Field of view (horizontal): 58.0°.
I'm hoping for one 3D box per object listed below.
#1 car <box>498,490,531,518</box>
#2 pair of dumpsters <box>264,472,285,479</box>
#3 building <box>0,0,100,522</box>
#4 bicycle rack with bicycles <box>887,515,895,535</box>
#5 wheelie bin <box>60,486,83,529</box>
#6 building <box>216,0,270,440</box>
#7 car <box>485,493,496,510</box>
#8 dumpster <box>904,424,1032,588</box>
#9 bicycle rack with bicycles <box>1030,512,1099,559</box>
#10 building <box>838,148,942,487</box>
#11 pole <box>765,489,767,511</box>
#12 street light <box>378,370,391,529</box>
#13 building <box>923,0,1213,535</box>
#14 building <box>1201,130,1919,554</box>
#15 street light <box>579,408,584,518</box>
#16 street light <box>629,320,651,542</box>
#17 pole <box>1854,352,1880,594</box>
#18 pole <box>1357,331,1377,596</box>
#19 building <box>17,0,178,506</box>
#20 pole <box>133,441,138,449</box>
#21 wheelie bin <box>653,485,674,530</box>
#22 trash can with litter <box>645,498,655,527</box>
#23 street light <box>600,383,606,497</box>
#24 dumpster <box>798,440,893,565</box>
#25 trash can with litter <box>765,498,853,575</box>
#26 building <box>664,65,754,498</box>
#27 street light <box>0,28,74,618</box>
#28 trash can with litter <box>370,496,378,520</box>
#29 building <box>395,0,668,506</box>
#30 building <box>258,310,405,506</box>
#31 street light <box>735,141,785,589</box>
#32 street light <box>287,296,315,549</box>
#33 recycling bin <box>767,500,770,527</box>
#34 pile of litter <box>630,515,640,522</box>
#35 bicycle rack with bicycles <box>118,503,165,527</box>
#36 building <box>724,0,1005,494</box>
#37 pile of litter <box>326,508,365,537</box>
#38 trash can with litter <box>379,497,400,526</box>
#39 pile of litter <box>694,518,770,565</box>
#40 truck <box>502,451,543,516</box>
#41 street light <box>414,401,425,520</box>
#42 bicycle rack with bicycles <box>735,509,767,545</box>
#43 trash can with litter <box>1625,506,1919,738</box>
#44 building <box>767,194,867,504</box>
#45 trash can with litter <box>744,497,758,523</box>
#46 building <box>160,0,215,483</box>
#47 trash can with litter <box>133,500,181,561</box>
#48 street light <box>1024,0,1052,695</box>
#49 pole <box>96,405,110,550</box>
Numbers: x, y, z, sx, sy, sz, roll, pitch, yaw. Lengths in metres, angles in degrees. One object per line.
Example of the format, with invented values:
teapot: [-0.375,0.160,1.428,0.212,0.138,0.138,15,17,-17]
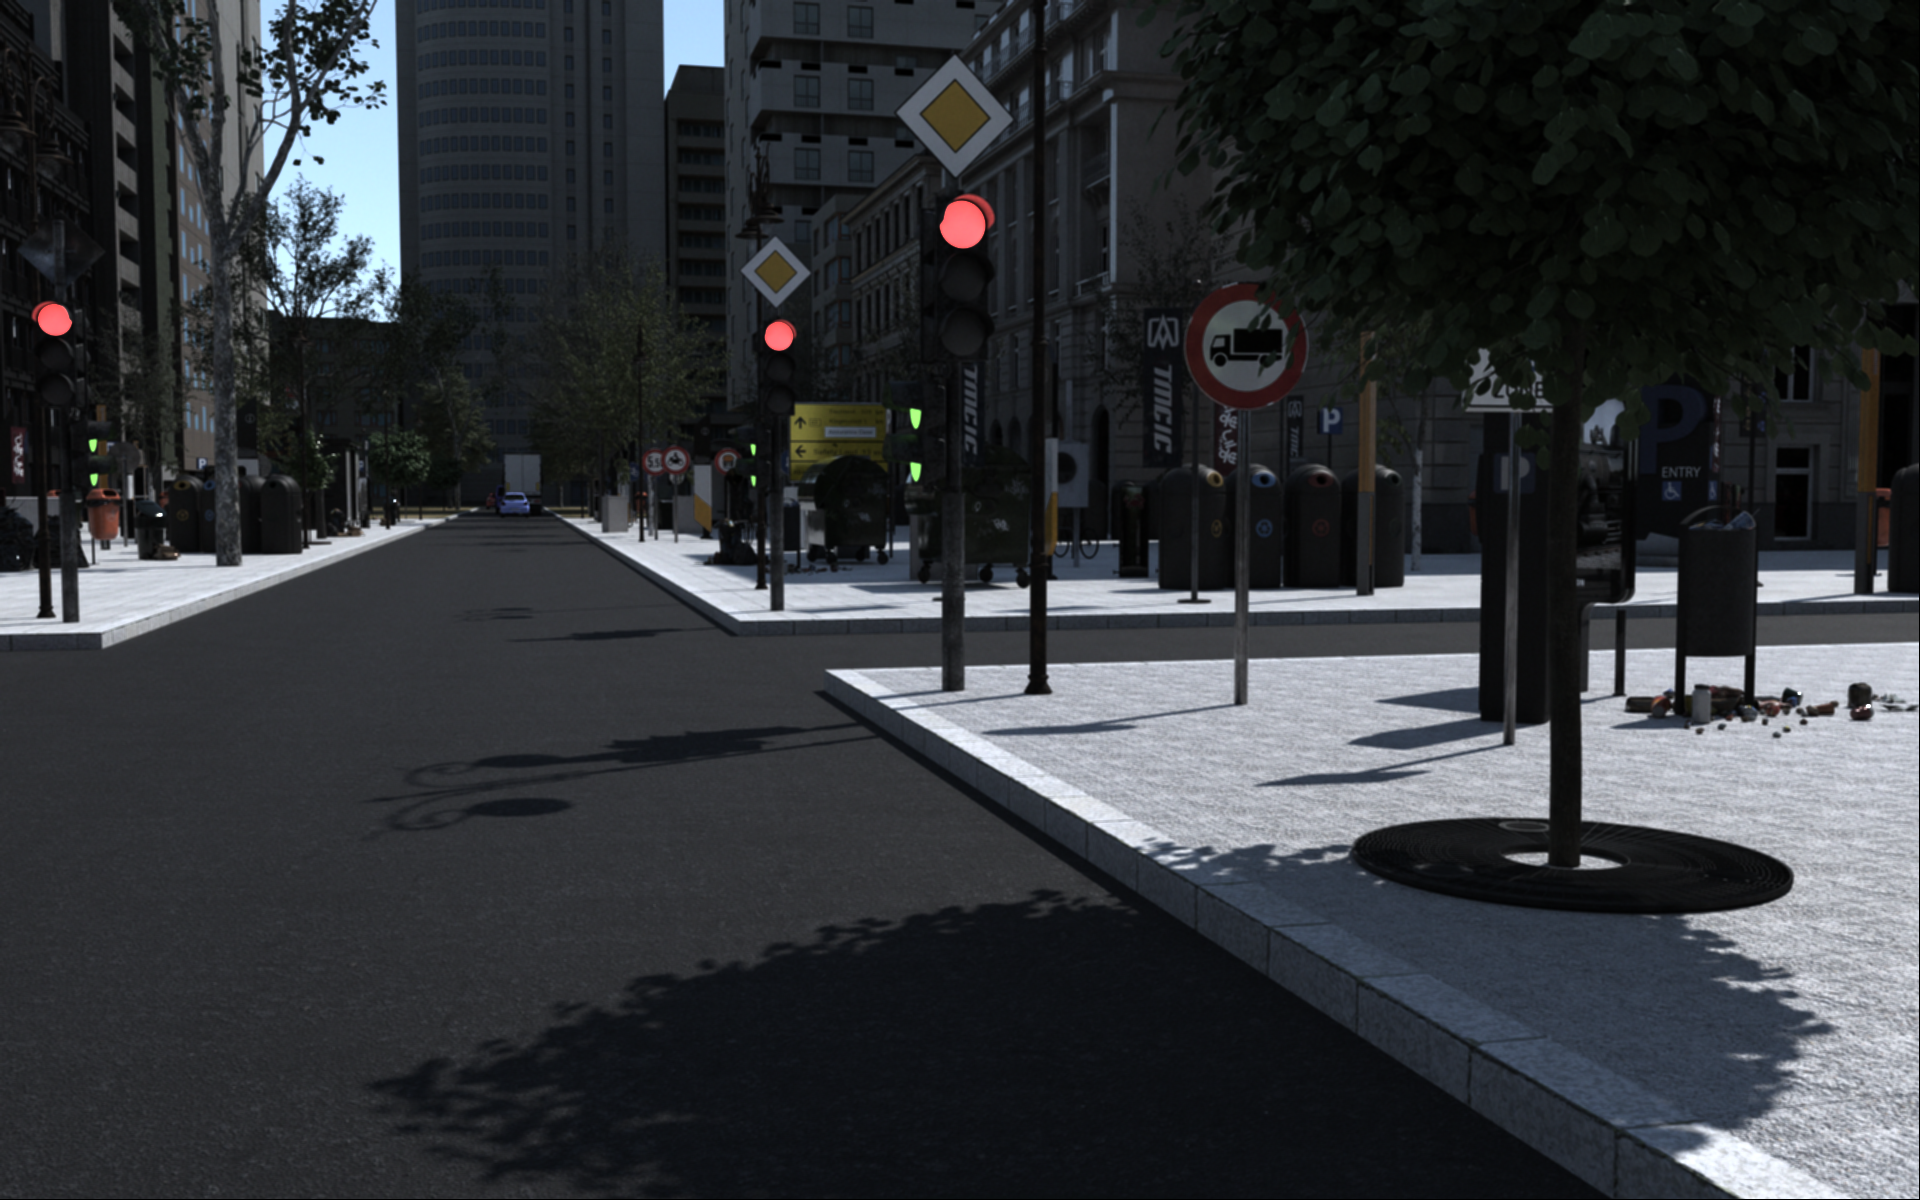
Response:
car: [-26.936,-5.824,104.809,1.945,1.707,3.694,-1,4,-14]
pair of dumpsters: [-26.838,-4.052,68.751,1.574,2.255,4.437,-1,4,-14]
building: [-44.461,-14.815,71.910,12.332,23.373,15.834,-1,4,-14]
bicycle rack with bicycles: [-3.211,-2.526,54.677,2.852,0.926,2.925,-1,4,-11]
wheelie bin: [-32.735,-3.406,63.604,0.693,1.594,0.980,1,4,13]
building: [-67.338,-32.989,128.606,27.495,52.752,28.713,-1,4,-14]
car: [-42.748,-9.218,159.748,2.155,1.783,4.494,-1,4,-14]
dumpster: [0.156,-1.330,24.235,1.502,2.255,1.985,-1,4,-14]
bicycle rack with bicycles: [1.102,-1.313,34.842,2.852,0.926,2.925,-2,4,-26]
building: [0.783,-13.628,87.438,10.561,19.102,19.286,-1,4,-14]
pole: [-6.645,-3.978,58.886,0.158,3.312,0.155,0,3,0]
street light: [-20.894,-5.523,63.084,0.468,5.910,1.993,-1,4,-14]
building: [7.716,-13.734,66.348,13.314,21.916,24.055,-1,4,-14]
building: [19.967,-15.115,44.390,25.104,27.353,12.463,-1,4,-14]
street light: [-19.920,-7.245,91.244,0.468,5.910,1.993,-1,4,-14]
street light: [-8.540,-4.497,46.306,0.468,5.910,1.993,-1,4,-14]
pole: [11.635,-1.734,22.199,0.158,3.312,0.155,0,3,0]
pole: [5.135,-1.713,21.851,0.158,3.312,0.155,0,3,0]
building: [-50.752,-19.588,91.963,14.160,30.474,14.107,-1,4,-14]
pole: [-31.423,-4.419,66.096,0.158,3.312,0.155,0,3,0]
wheelie bin: [-10.715,-3.345,62.605,0.980,1.594,0.693,-2,4,-28]
trash can with litter: [-11.803,-3.397,66.928,0.624,1.170,1.055,-1,4,-20]
street light: [-14.183,-5.871,68.784,0.468,5.910,1.993,-1,4,-14]
dumpster: [-2.116,-1.808,32.062,1.502,2.255,1.985,-1,4,-14]
trash can with litter: [-2.487,-1.071,28.565,1.678,1.210,2.233,3,5,40]
building: [-23.961,-35.342,201.549,21.600,48.544,21.300,-1,4,-14]
street light: [-9.489,-2.753,17.807,0.468,5.910,1.993,-1,4,-14]
trash can with litter: [-29.732,-4.571,85.798,2.233,1.210,1.678,0,4,-5]
building: [-48.182,-39.955,195.265,28.212,58.520,21.231,-1,4,-14]
building: [-77.118,-21.254,192.540,28.899,21.520,27.650,-1,4,-14]
street light: [-2.678,-3.082,23.185,0.468,5.910,1.993,-1,4,-14]
street light: [-15.390,-4.146,40.571,0.468,5.910,1.993,-1,4,-14]
recycling bin: [-7.490,-3.438,68.773,0.722,1.027,0.722,0,4,6]
pile of litter: [-15.420,-4.010,79.536,1.719,0.858,1.176,-1,4,-17]
bicycle rack with bicycles: [-32.337,-3.333,67.876,2.852,0.926,2.925,0,4,7]
building: [-4.544,-33.913,143.720,28.713,52.752,27.495,-1,4,-14]
pile of litter: [-18.581,-2.352,52.422,1.176,0.858,1.719,1,4,22]
trash can with litter: [-23.087,-3.588,70.050,0.624,1.170,1.055,0,4,-1]
pile of litter: [-4.067,-1.078,31.588,1.176,0.858,1.719,-3,5,-43]
truck: [-29.725,-7.880,117.743,2.839,4.237,11.283,-1,4,-14]
street light: [-26.881,-6.933,86.149,0.468,5.910,1.993,-1,4,-14]
bicycle rack with bicycles: [-4.459,-1.843,43.508,2.852,0.926,2.925,0,4,5]
trash can with litter: [4.819,0.057,10.122,2.233,1.210,1.678,-1,4,-18]
building: [2.687,-16.662,117.469,27.650,21.520,28.899,-1,4,-14]
trash can with litter: [-9.200,-3.992,76.655,1.055,1.170,0.624,2,4,29]
building: [-53.855,-27.846,105.399,14.600,45.320,14.200,-1,4,-14]
trash can with litter: [-15.593,-1.368,33.756,1.055,1.170,0.624,2,4,32]
street light: [0.503,-2.336,10.981,0.468,5.910,1.993,-1,4,-14]
pole: [-19.678,-2.810,39.780,0.158,3.312,0.155,0,3,0]
